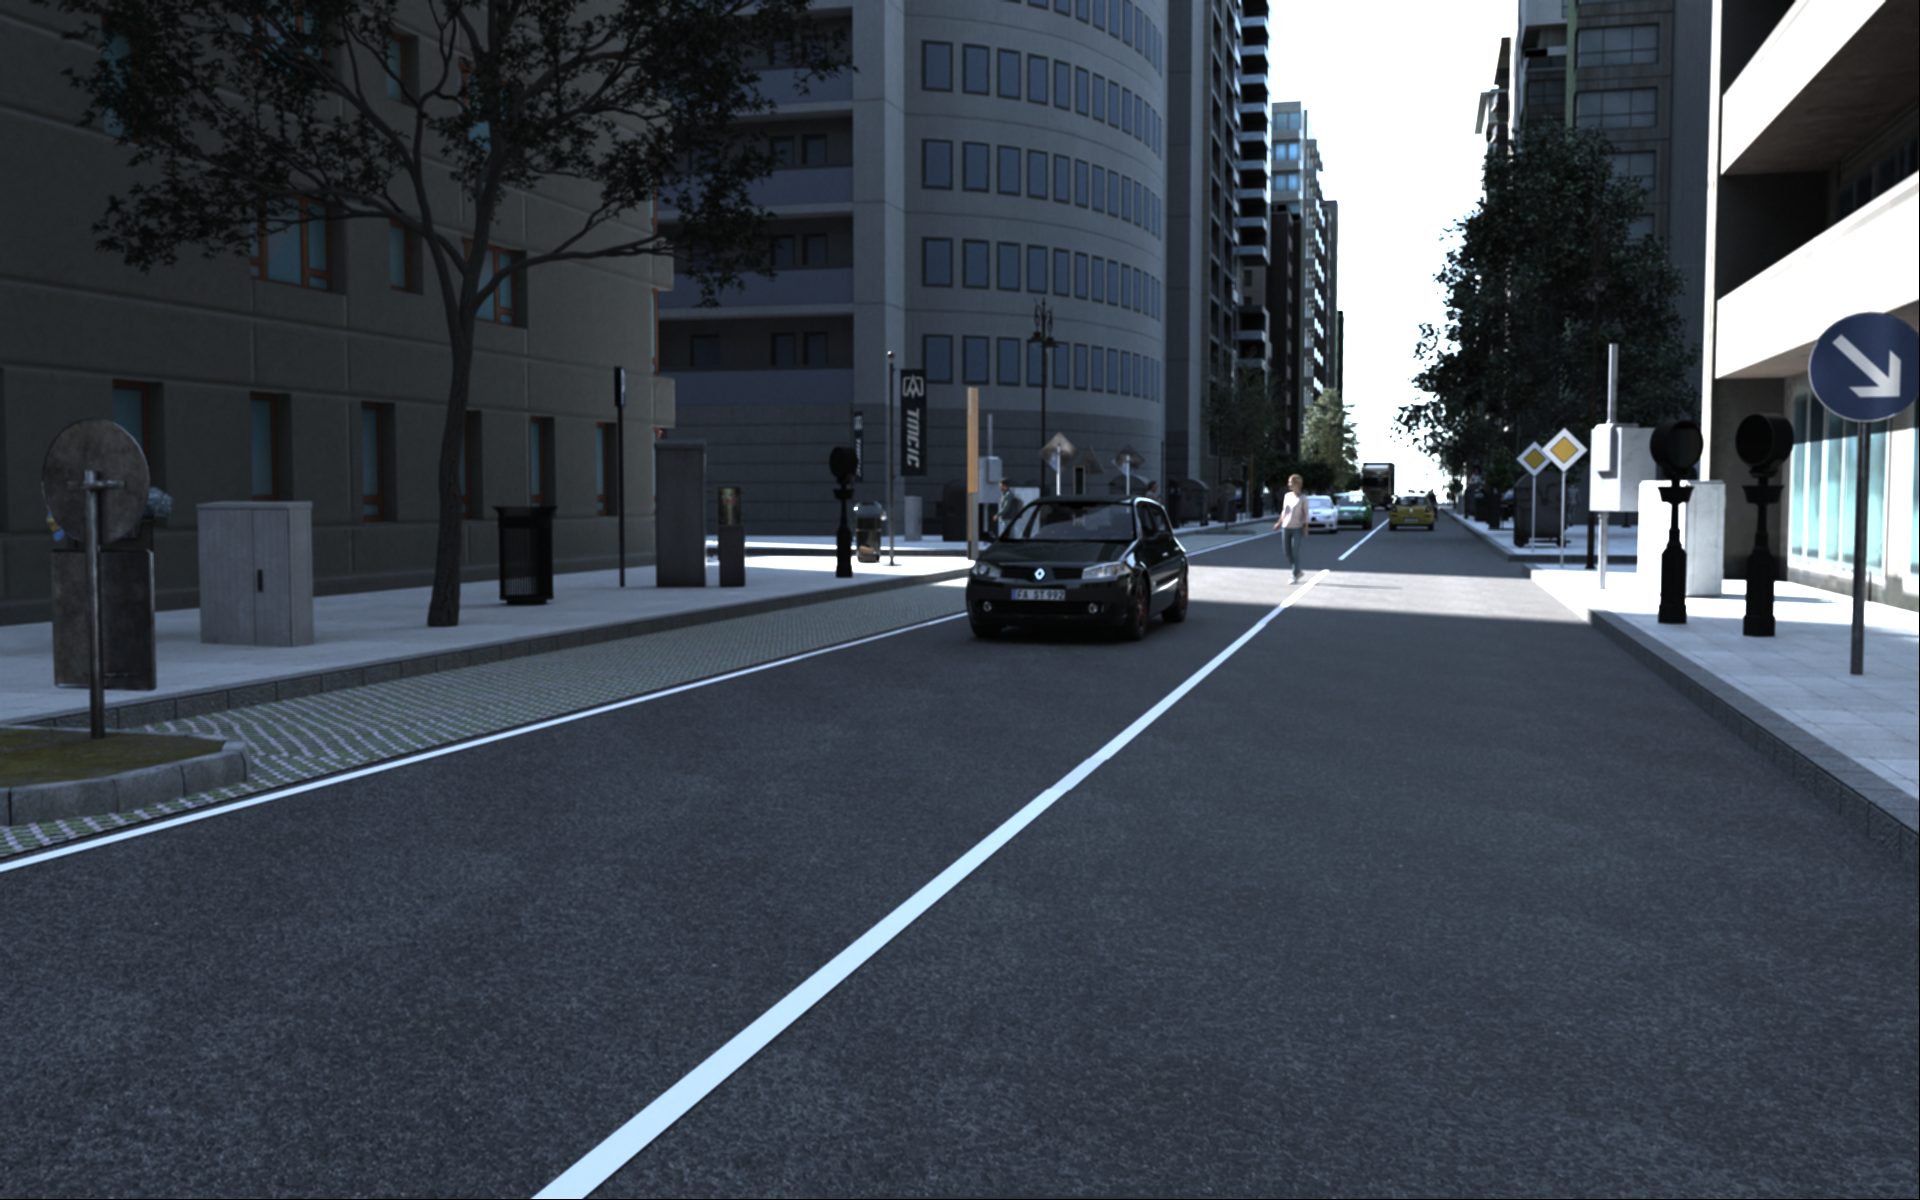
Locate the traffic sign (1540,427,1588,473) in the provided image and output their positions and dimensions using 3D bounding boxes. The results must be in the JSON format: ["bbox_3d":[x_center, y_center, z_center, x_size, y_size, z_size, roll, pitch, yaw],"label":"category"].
[{"bbox_3d":[10.527,-1.711,30.170,0.795,2.593,0.064,1,4,15],"label":"traffic sign"}]

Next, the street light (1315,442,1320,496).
[{"bbox_3d":[31.089,-10.899,150.988,0.468,5.910,1.993,1,4,15],"label":"street light"}]

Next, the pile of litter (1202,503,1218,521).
[{"bbox_3d":[11.904,-4.195,82.560,1.719,0.858,1.176,-2,4,-25],"label":"pile of litter"}]

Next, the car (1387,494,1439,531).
[{"bbox_3d":[18.024,-3.596,69.026,2.015,1.641,3.980,1,4,16],"label":"car"}]

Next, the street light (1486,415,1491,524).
[{"bbox_3d":[22.600,-6.190,73.995,0.468,5.910,1.993,1,4,15],"label":"street light"}]

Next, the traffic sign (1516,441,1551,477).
[{"bbox_3d":[12.575,-2.183,37.889,0.795,2.593,0.064,1,4,15],"label":"traffic sign"}]

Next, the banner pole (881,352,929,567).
[{"bbox_3d":[-0.978,-2.478,30.539,0.863,3.779,0.401,0,4,7],"label":"banner pole"}]

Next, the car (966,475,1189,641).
[{"bbox_3d":[1.322,-0.523,18.333,2.009,1.686,4.222,1,4,16],"label":"car"}]

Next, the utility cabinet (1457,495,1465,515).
[{"bbox_3d":[31.330,-5.937,108.223,0.306,1.237,1.020,2,4,27],"label":"utility cabinet"}]

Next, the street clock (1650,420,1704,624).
[{"bbox_3d":[7.075,-0.769,17.143,0.471,2.002,0.358,-1,4,-21],"label":"street clock"}]

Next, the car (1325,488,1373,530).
[{"bbox_3d":[15.830,-3.776,70.535,1.959,1.807,4.718,1,4,16],"label":"car"}]

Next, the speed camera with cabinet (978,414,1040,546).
[{"bbox_3d":[1.113,-3.008,43.518,2.038,3.252,0.660,-3,5,-44],"label":"speed camera with cabinet"}]

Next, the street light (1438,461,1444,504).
[{"bbox_3d":[63.583,-15.632,228.369,0.468,5.910,1.993,1,4,15],"label":"street light"}]

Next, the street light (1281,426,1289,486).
[{"bbox_3d":[21.592,-8.692,114.909,0.468,5.910,1.993,1,4,15],"label":"street light"}]

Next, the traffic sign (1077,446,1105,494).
[{"bbox_3d":[3.447,-2.835,46.362,0.884,2.594,0.081,1,4,15],"label":"traffic sign"}]

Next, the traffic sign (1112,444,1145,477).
[{"bbox_3d":[3.886,-2.325,40.207,0.795,2.593,0.064,1,4,15],"label":"traffic sign"}]

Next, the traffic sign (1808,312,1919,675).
[{"bbox_3d":[6.382,-0.743,12.250,0.768,2.556,0.104,1,4,15],"label":"traffic sign"}]

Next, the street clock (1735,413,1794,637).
[{"bbox_3d":[7.225,-0.675,15.604,0.358,2.002,0.471,-1,4,-18],"label":"street clock"}]

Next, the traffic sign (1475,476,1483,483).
[{"bbox_3d":[29.274,-5.832,97.477,0.606,2.300,0.079,1,4,23],"label":"traffic sign"}]

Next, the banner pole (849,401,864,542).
[{"bbox_3d":[-2.792,-3.445,46.344,0.401,3.779,0.863,-2,4,-32],"label":"banner pole"}]

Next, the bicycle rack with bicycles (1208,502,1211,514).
[{"bbox_3d":[14.856,-6.100,113.109,2.852,0.926,2.925,-1,4,-14],"label":"bicycle rack with bicycles"}]

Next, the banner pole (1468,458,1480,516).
[{"bbox_3d":[30.124,-6.822,101.559,0.863,3.779,0.401,-1,4,-14],"label":"banner pole"}]

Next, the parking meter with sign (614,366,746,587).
[{"bbox_3d":[-3.844,-1.691,23.917,1.738,3.016,0.543,0,4,-5],"label":"parking meter with sign"}]

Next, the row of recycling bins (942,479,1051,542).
[{"bbox_3d":[1.081,-2.479,47.649,3.534,1.692,1.069,-3,4,-37],"label":"row of recycling bins"}]

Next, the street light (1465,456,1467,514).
[{"bbox_3d":[32.187,-8.395,110.050,0.468,5.910,1.993,1,4,15],"label":"street light"}]

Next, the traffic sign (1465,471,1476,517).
[{"bbox_3d":[28.969,-5.980,97.781,0.884,2.594,0.081,1,4,17],"label":"traffic sign"}]

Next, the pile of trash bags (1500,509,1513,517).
[{"bbox_3d":[31.090,-5.362,97.427,1.912,1.369,3.447,1,4,9],"label":"pile of trash bags"}]

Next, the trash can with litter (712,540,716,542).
[{"bbox_3d":[-8.346,-2.336,49.244,1.678,1.210,2.233,2,4,33],"label":"trash can with litter"}]

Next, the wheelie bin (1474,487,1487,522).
[{"bbox_3d":[24.336,-4.462,80.863,0.693,1.594,0.980,0,4,8],"label":"wheelie bin"}]

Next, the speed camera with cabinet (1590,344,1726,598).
[{"bbox_3d":[8.955,-1.709,22.274,0.660,3.252,2.038,-1,4,-14],"label":"speed camera with cabinet"}]

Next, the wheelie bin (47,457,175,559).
[{"bbox_3d":[-7.196,-0.418,14.737,0.980,1.594,0.693,-2,4,-33],"label":"wheelie bin"}]

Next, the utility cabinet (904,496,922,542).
[{"bbox_3d":[-1.263,-2.198,47.106,0.306,1.237,1.020,1,4,10],"label":"utility cabinet"}]

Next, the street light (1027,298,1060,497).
[{"bbox_3d":[1.970,-4.166,40.900,0.468,5.910,1.993,1,4,15],"label":"street light"}]

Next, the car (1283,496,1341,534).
[{"bbox_3d":[13.057,-3.170,64.194,2.083,1.381,4.827,1,4,13],"label":"car"}]

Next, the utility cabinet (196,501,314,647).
[{"bbox_3d":[-6.013,-0.221,14.770,1.020,1.237,0.306,1,4,23],"label":"utility cabinet"}]

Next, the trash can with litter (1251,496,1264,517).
[{"bbox_3d":[16.294,-5.133,95.317,0.624,1.170,1.055,-1,4,-18],"label":"trash can with litter"}]

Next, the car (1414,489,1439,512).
[{"bbox_3d":[35.793,-7.648,133.719,2.281,1.827,5.304,1,4,17],"label":"car"}]

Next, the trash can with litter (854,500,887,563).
[{"bbox_3d":[-1.661,-1.289,32.455,0.624,1.170,1.055,0,4,-5],"label":"trash can with litter"}]

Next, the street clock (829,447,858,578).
[{"bbox_3d":[-1.782,-1.346,26.583,0.358,2.002,0.471,-3,4,-36],"label":"street clock"}]

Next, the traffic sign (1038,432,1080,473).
[{"bbox_3d":[1.837,-1.853,32.488,0.795,2.593,0.064,1,4,15],"label":"traffic sign"}]

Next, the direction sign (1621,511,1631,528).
[{"bbox_3d":[25.566,-4.548,66.355,0.379,3.537,0.876,3,5,42],"label":"direction sign"}]
